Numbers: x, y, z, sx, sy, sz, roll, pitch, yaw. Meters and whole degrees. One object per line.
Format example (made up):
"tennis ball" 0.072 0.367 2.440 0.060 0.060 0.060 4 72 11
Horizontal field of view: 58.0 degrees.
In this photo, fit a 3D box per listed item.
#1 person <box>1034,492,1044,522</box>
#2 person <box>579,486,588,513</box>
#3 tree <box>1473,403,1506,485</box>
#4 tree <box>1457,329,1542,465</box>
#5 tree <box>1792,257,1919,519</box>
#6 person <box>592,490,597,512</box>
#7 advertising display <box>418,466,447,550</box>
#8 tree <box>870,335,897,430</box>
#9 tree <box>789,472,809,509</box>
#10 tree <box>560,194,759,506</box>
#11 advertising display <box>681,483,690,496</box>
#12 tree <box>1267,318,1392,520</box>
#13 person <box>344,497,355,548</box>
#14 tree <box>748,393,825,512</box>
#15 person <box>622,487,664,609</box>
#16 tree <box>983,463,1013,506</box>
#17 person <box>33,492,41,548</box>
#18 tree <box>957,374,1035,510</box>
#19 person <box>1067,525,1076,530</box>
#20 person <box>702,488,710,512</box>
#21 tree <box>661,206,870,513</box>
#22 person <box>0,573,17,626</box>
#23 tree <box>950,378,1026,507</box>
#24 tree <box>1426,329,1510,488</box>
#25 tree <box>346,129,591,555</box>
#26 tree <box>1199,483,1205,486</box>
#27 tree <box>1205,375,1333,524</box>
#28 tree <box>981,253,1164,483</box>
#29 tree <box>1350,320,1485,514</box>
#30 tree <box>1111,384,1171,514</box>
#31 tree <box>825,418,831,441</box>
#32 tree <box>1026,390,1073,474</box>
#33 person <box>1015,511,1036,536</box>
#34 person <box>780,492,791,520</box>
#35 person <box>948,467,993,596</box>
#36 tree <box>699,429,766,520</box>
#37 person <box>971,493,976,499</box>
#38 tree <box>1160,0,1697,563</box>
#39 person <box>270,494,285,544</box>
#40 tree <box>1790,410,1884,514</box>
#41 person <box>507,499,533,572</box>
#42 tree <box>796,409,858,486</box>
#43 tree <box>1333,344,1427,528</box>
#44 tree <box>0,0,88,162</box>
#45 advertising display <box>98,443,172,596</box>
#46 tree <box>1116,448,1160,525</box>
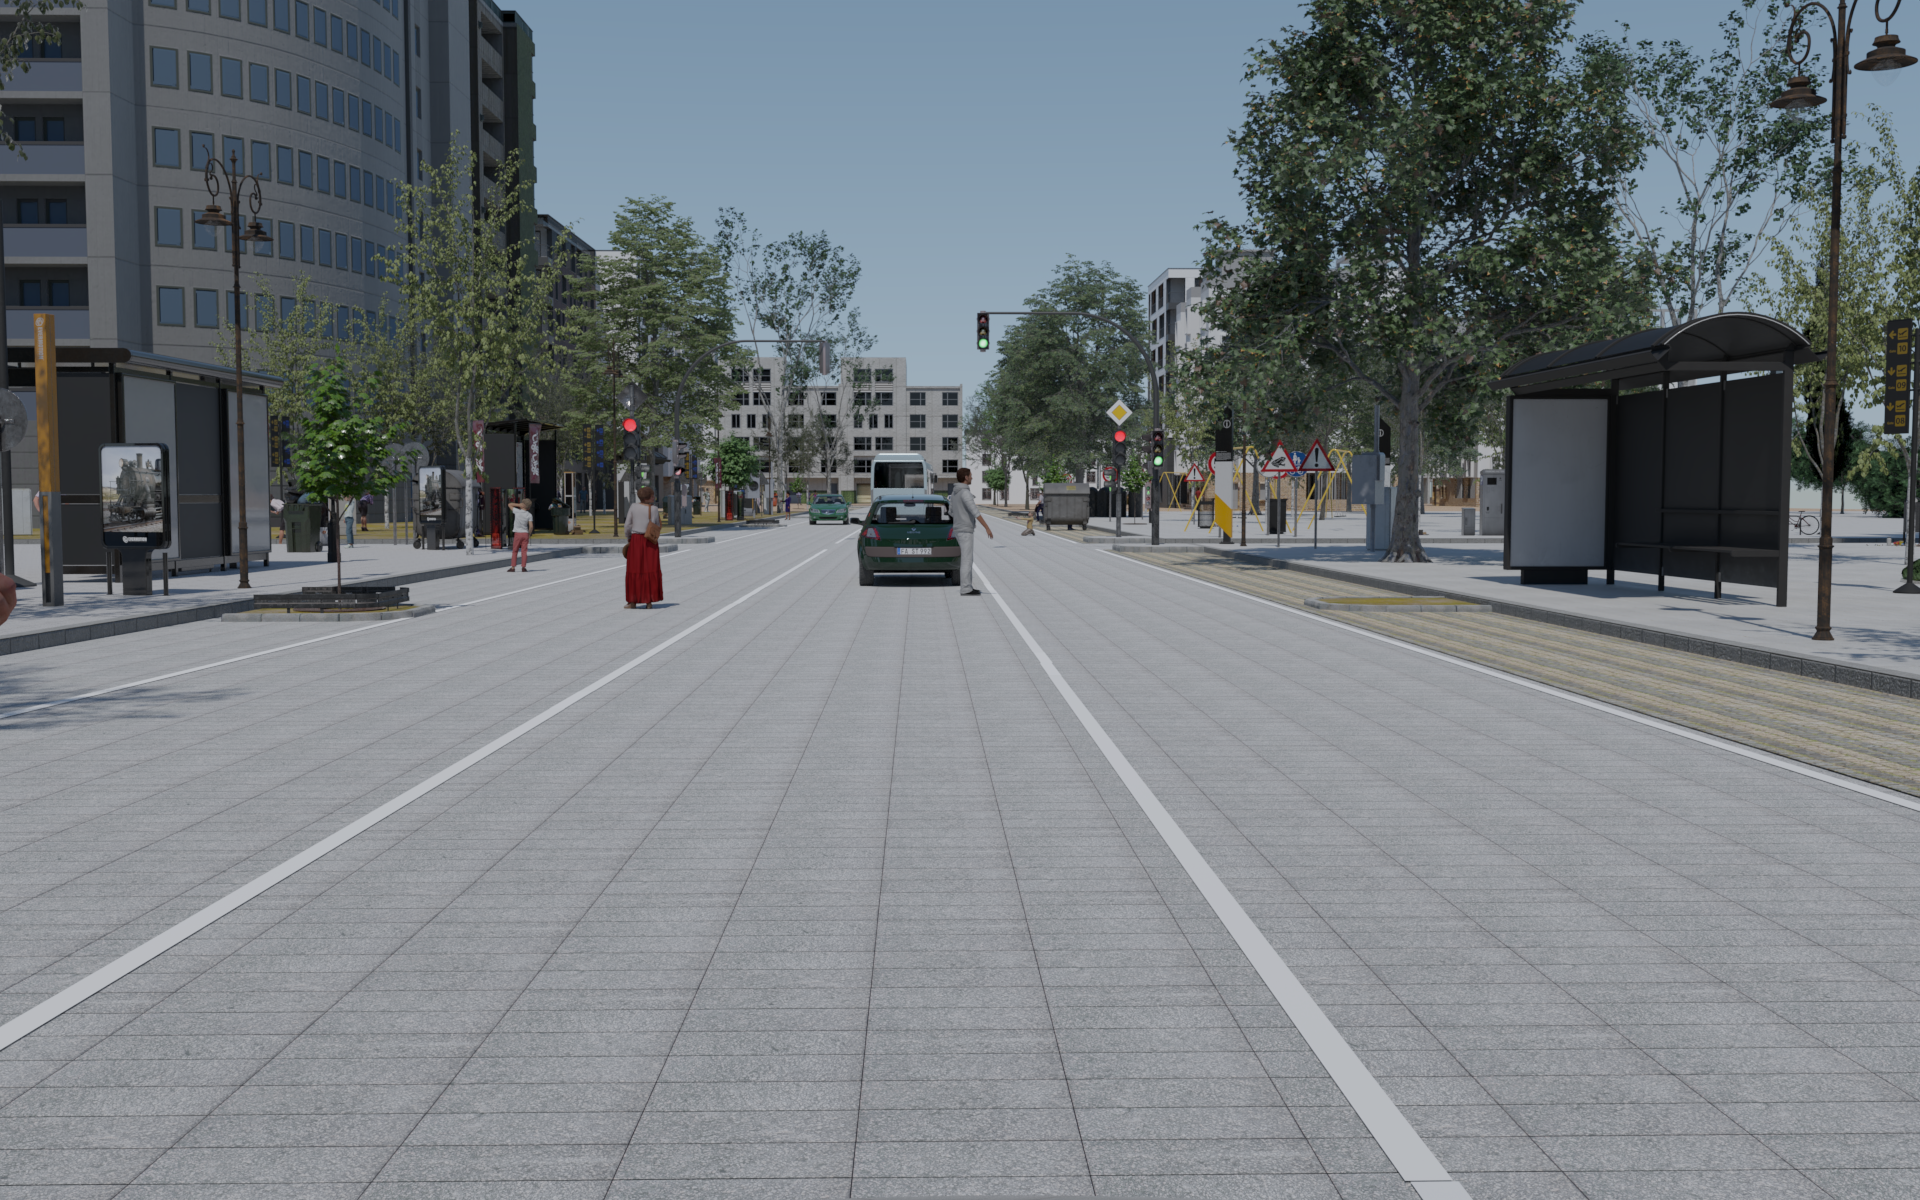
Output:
"person" 4.096 -4.772 88.736 0.590 1.554 0.614 0 4 7
"person" -25.239 -6.718 116.010 0.598 1.807 0.434 -1 4 -11
"tree" 26.310 -8.115 83.046 4.737 8.622 4.395 0 3 0
"tree" 29.621 -10.255 93.431 9.928 11.665 9.643 0 3 0
"tree" 54.744 -11.899 96.370 18.604 14.587 13.155 -3 5 -40
"person" -26.214 -7.082 124.102 0.482 1.546 0.388 2 4 33
"advertising display" -12.072 -2.106 39.642 0.974 1.923 0.123 3 5 41
"tree" -12.771 -19.555 175.607 12.611 20.169 13.585 0 3 0
"tree" -13.916 -9.415 148.542 1.663 3.219 1.824 0 3 0
"tree" -11.458 -9.055 66.176 7.486 12.596 7.792 0 3 0
"advertising display" -16.356 -5.938 102.296 0.123 1.923 0.974 3 4 37
"tree" 18.101 -9.188 84.634 7.601 10.594 8.767 1 4 12
"person" -14.557 -1.910 41.188 0.340 1.345 0.435 -3 5 -40
"tree" -12.928 -10.734 125.862 4.360 8.622 3.978 0 3 0
"person" -3.967 -0.651 21.617 0.523 1.526 0.387 0 4 4
"tree" 4.025 -12.160 182.534 4.285 4.588 4.351 0 3 0
"person" -20.126 -1.924 38.446 0.756 1.711 0.436 -3 5 -41
"tree" 5.254 -13.034 138.860 9.928 11.665 9.643 0 3 0
"person" 4.499 -3.658 69.243 0.756 1.711 0.436 -3 5 -40
"person" -18.191 -7.204 124.557 0.376 1.734 0.841 2 4 27
"tree" -13.196 -15.872 115.403 12.611 20.169 13.585 0 3 0
"person" -1.497 0.431 2.138 0.600 1.739 0.565 -2 4 -33
"tree" 4.530 -15.834 169.252 12.009 13.543 11.850 0 3 0
"tree" 17.670 -6.495 56.553 4.360 8.622 3.978 0 3 0
"tree" -10.077 -5.249 36.184 4.737 8.622 4.395 0 3 0
"tree" 17.882 -10.265 118.194 4.360 8.622 3.978 0 3 0
"tree" 13.348 -7.592 74.486 4.360 8.622 3.978 0 3 0
"tree" 6.509 -11.413 93.250 9.857 13.997 8.962 0 3 0
"tree" 29.309 -12.416 109.657 9.857 13.997 8.962 0 3 0
"tree" 11.809 -9.890 112.068 4.360 8.622 3.978 0 3 0
"tree" -12.785 -11.739 142.292 4.360 8.622 3.978 0 3 0
"tree" 5.726 -9.799 110.583 4.737 8.622 4.395 0 3 0
"person" 2.264 -2.626 59.352 0.695 0.859 0.347 -1 4 -8
"person" -9.518 -5.141 94.933 0.453 1.535 0.546 2 4 29
"person" 0.153 -0.967 24.455 0.789 1.805 0.875 -2 4 -23
"tree" -11.346 -6.324 87.116 4.285 4.588 4.351 0 3 0
"person" 0.509 -5.755 103.311 0.841 1.734 0.376 1 4 17
"tree" 8.532 -7.052 32.313 9.611 12.733 9.660 0 3 0
"person" -17.622 -2.031 44.895 0.799 1.438 0.628 -1 4 -22
"tree" 54.663 -9.215 113.563 11.467 7.101 20.602 1 4 20
"person" -8.089 -1.187 31.815 0.435 1.345 0.340 -2 4 -28
"tree" -14.723 -15.600 189.475 7.601 10.594 8.767 0 4 -4
"tree" 17.387 -7.091 66.296 4.360 8.622 3.978 0 3 0
"tree" -10.439 -4.010 15.921 4.360 8.622 3.978 0 3 0
"advertising display" -10.424 -1.020 21.898 0.974 1.923 0.123 1 4 15
"tree" 7.272 -4.793 72.959 1.663 3.219 1.824 0 3 0
